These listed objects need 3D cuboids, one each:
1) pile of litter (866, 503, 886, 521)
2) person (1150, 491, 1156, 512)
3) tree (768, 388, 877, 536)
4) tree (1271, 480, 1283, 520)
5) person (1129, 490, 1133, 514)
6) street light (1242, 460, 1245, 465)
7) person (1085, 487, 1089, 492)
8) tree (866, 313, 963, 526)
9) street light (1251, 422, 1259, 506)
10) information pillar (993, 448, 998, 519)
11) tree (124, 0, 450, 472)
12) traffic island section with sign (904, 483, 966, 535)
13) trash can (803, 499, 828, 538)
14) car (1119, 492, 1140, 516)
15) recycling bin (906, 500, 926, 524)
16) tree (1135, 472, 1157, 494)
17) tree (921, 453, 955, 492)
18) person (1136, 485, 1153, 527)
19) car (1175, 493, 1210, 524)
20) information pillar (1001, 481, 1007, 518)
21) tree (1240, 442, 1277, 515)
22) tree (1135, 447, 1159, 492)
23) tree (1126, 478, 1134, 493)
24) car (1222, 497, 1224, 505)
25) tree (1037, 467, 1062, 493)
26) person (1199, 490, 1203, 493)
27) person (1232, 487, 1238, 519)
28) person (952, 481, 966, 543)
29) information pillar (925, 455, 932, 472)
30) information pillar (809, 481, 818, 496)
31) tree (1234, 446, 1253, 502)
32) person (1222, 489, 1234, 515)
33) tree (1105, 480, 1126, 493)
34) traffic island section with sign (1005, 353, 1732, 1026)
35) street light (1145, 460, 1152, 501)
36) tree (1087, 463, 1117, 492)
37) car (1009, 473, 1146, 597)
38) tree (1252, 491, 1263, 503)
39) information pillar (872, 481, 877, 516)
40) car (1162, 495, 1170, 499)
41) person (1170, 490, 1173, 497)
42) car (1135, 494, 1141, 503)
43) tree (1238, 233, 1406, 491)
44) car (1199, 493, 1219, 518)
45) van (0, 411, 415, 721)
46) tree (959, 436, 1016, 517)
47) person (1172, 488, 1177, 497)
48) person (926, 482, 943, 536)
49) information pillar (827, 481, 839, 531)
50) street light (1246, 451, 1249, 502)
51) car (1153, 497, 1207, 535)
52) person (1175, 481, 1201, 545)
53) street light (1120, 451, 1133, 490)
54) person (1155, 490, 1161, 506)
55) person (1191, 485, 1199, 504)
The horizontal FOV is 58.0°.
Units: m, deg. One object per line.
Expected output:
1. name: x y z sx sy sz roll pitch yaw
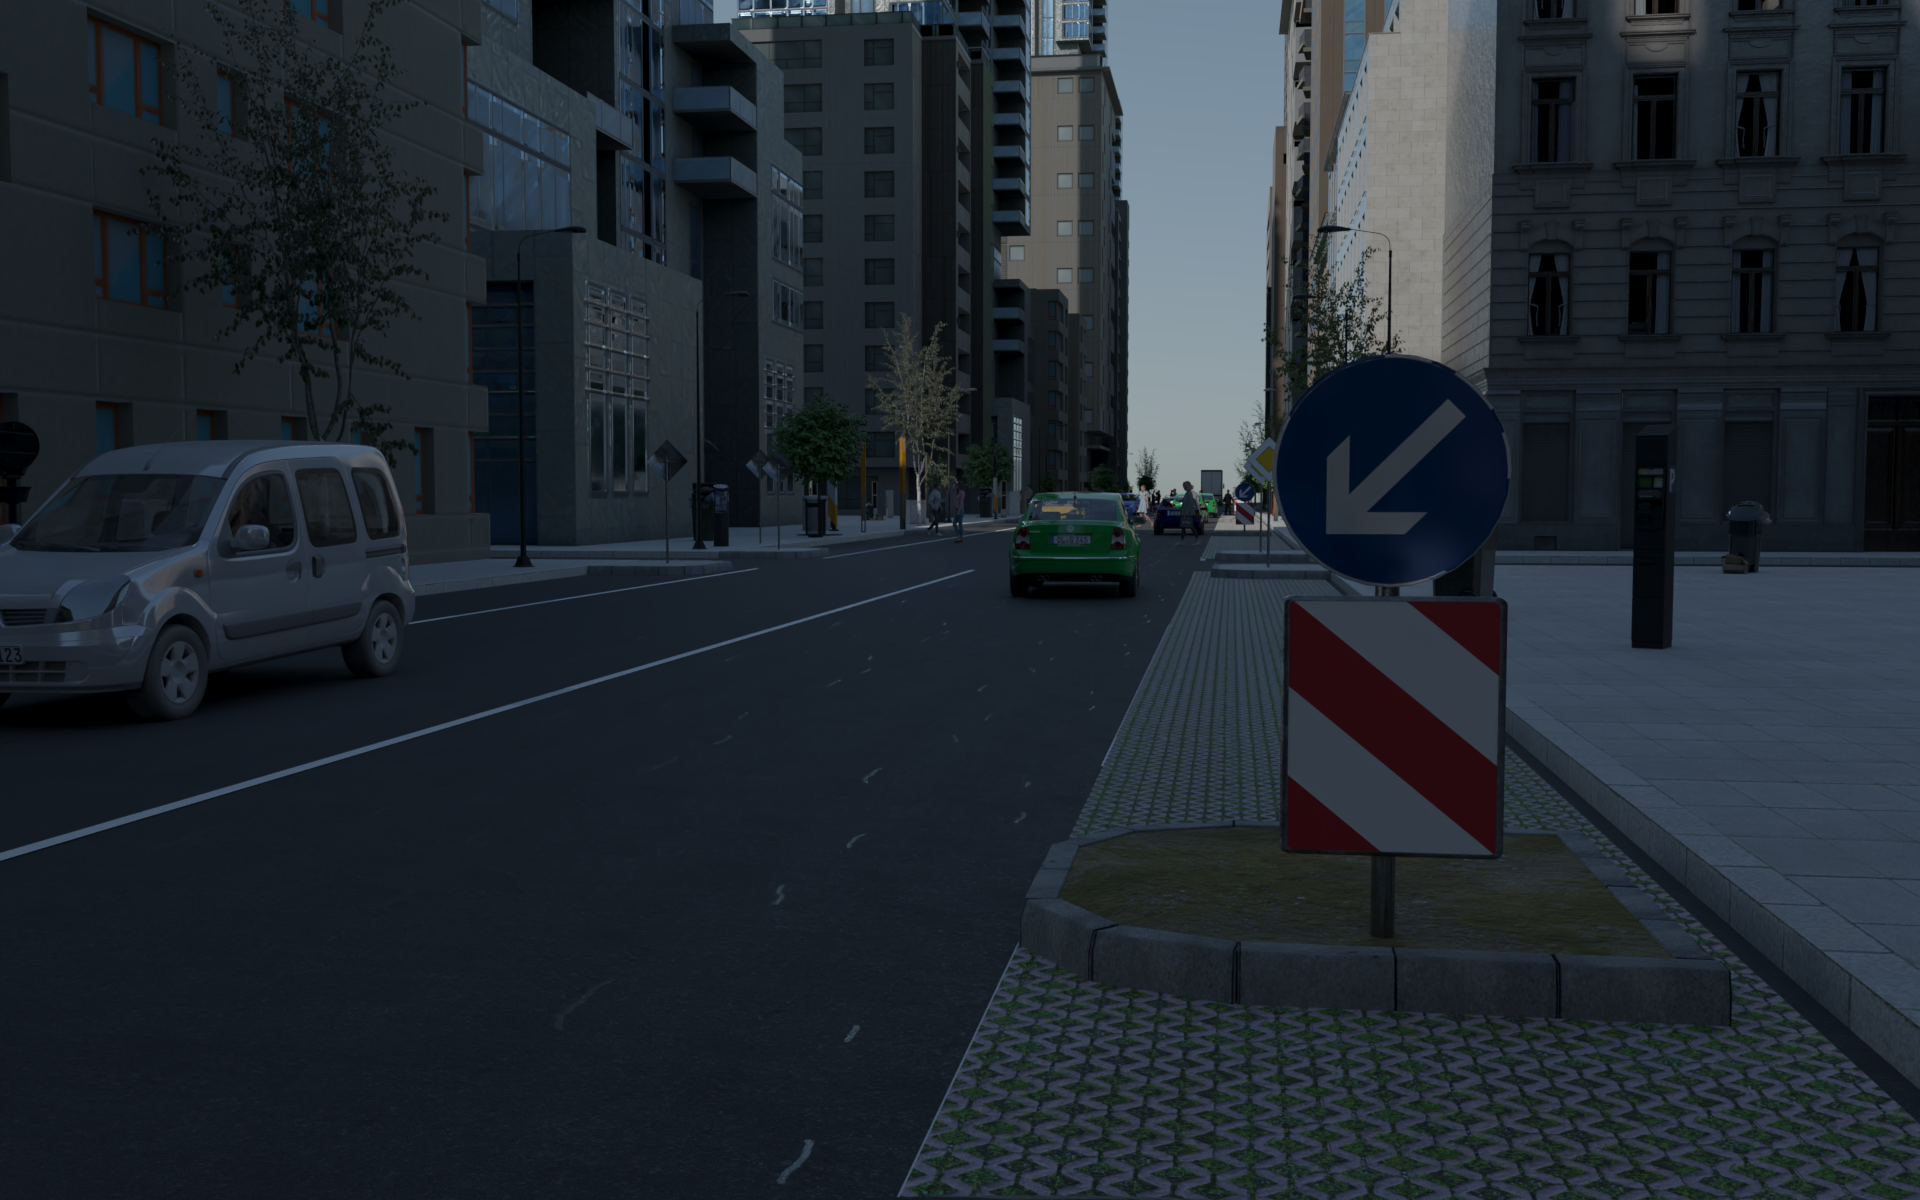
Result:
1. pile of litter: -4.167 -4.313 84.484 1.176 0.858 1.719 3 5 40
2. person: 15.688 -8.014 140.444 0.530 1.710 0.541 0 4 -5
3. tree: -4.271 -4.281 53.700 4.285 4.588 4.351 0 3 0
4. tree: 16.598 -5.634 86.724 1.663 3.219 1.824 0 3 0
5. person: 12.234 -6.949 122.831 0.721 1.735 1.217 1 4 10
6. street light: 33.192 -13.793 198.061 1.470 5.913 1.316 1 4 9
7. person: 7.182 -5.440 97.545 0.778 1.811 0.616 3 4 37
8. tree: -1.670 -7.294 69.615 4.360 8.622 3.978 0 3 0
9. street light: 20.155 -8.712 114.975 1.470 5.913 1.316 1 4 9
10. information pillar: 1.788 -5.889 87.636 0.183 3.616 0.504 1 4 13
11. tree: -8.849 -4.479 23.601 4.360 8.622 3.978 0 3 0
12. traffic island section with sign: -0.828 -3.229 61.416 1.989 1.847 2.006 1 4 9
13. trash can: -4.272 -2.420 51.212 0.748 1.137 0.748 0 3 0
14. car: 11.145 -6.537 116.466 1.945 1.707 3.694 1 4 11
15. recycling bin: -1.880 -3.772 74.233 0.722 1.027 0.722 -1 4 -15
16. tree: 27.097 -16.478 253.125 4.285 4.588 4.351 0 3 0
17. tree: -1.040 -5.309 81.396 1.663 3.219 1.824 0 3 0
18. person: 7.946 -4.046 74.746 0.778 1.811 0.616 -1 4 -15
19. car: 11.320 -4.688 85.444 1.959 1.807 4.718 1 4 10
20. information pillar: 2.383 -5.506 94.513 0.304 2.012 0.304 0 4 -2
21. tree: 19.866 -7.643 108.673 4.285 4.588 4.351 0 3 0
22. tree: 28.763 -19.238 264.903 4.737 8.622 4.395 0 3 0
23. tree: 20.095 -13.005 207.236 1.663 3.219 1.824 0 3 0
24. car: 33.053 -12.937 223.519 2.014 1.417 4.499 0 4 7
25. tree: 6.310 -7.951 124.593 1.663 3.219 1.824 0 3 0
26. person: 16.980 -6.851 121.297 0.721 1.735 1.217 1 4 22
27. person: 16.006 -5.635 100.437 0.447 1.846 0.655 -1 4 -22
28. person: -0.030 -2.612 51.217 0.388 1.821 0.555 -1 4 -16
29. information pillar: -1.809 -6.677 100.515 0.504 3.616 0.183 3 4 38
30. information pillar: -6.632 -4.519 78.379 0.304 2.012 0.304 -2 4 -27
31. tree: 43.825 -19.157 263.582 4.360 8.622 3.978 0 3 0
32. person: 18.765 -6.853 121.092 0.434 1.755 0.990 -3 5 -40
33. tree: 16.380 -11.676 185.503 1.663 3.219 1.824 0 3 0
34. traffic island section with sign: 1.237 0.178 5.710 1.989 1.847 2.006 1 4 9
35. street light: 24.774 -16.005 234.214 1.470 5.913 1.316 1 4 9
36. tree: 14.841 -12.124 181.943 4.285 4.588 4.351 0 3 0
37. car: 1.758 -1.026 25.578 1.959 1.807 4.718 0 4 7
38. tree: 44.057 -16.220 259.798 1.663 3.219 1.824 0 3 0
39. information pillar: -4.963 -5.877 100.584 0.304 2.012 0.304 -1 4 -9
40. car: 25.891 -12.290 213.523 1.945 1.354 3.894 1 4 8
41. person: 18.653 -8.796 152.335 0.705 1.821 1.348 0 4 6
42. car: 18.370 -10.571 182.619 2.009 1.686 4.222 1 4 9
43. tree: 10.511 -5.997 48.408 4.737 8.622 4.395 0 3 0
44. car: 14.732 -5.890 105.095 1.959 1.807 4.718 0 4 8
45. van: -5.530 -0.327 12.365 2.013 2.044 4.112 1 4 10
46. tree: 1.594 -6.948 97.308 4.285 4.588 4.351 0 3 0
47. person: 13.149 -5.973 106.560 0.834 1.777 0.661 1 4 22
48. person: -0.895 -3.129 59.508 0.795 1.843 0.661 2 4 29
49. information pillar: -4.412 -4.199 60.005 0.183 3.616 0.504 -3 4 -37
50. street light: 25.888 -10.912 150.954 1.470 5.913 1.316 1 4 9
51. car: 7.855 -3.019 61.947 1.945 1.354 3.894 1 4 9
52. person: 6.390 -2.428 48.376 0.728 1.800 0.709 0 4 -4
53. street light: 19.073 -13.772 197.720 1.470 5.913 1.316 1 4 9
54. person: 19.023 -9.633 165.931 0.705 1.831 1.348 2 4 27
55. person: 9.609 -3.884 72.120 0.709 1.813 0.853 -2 4 -27
